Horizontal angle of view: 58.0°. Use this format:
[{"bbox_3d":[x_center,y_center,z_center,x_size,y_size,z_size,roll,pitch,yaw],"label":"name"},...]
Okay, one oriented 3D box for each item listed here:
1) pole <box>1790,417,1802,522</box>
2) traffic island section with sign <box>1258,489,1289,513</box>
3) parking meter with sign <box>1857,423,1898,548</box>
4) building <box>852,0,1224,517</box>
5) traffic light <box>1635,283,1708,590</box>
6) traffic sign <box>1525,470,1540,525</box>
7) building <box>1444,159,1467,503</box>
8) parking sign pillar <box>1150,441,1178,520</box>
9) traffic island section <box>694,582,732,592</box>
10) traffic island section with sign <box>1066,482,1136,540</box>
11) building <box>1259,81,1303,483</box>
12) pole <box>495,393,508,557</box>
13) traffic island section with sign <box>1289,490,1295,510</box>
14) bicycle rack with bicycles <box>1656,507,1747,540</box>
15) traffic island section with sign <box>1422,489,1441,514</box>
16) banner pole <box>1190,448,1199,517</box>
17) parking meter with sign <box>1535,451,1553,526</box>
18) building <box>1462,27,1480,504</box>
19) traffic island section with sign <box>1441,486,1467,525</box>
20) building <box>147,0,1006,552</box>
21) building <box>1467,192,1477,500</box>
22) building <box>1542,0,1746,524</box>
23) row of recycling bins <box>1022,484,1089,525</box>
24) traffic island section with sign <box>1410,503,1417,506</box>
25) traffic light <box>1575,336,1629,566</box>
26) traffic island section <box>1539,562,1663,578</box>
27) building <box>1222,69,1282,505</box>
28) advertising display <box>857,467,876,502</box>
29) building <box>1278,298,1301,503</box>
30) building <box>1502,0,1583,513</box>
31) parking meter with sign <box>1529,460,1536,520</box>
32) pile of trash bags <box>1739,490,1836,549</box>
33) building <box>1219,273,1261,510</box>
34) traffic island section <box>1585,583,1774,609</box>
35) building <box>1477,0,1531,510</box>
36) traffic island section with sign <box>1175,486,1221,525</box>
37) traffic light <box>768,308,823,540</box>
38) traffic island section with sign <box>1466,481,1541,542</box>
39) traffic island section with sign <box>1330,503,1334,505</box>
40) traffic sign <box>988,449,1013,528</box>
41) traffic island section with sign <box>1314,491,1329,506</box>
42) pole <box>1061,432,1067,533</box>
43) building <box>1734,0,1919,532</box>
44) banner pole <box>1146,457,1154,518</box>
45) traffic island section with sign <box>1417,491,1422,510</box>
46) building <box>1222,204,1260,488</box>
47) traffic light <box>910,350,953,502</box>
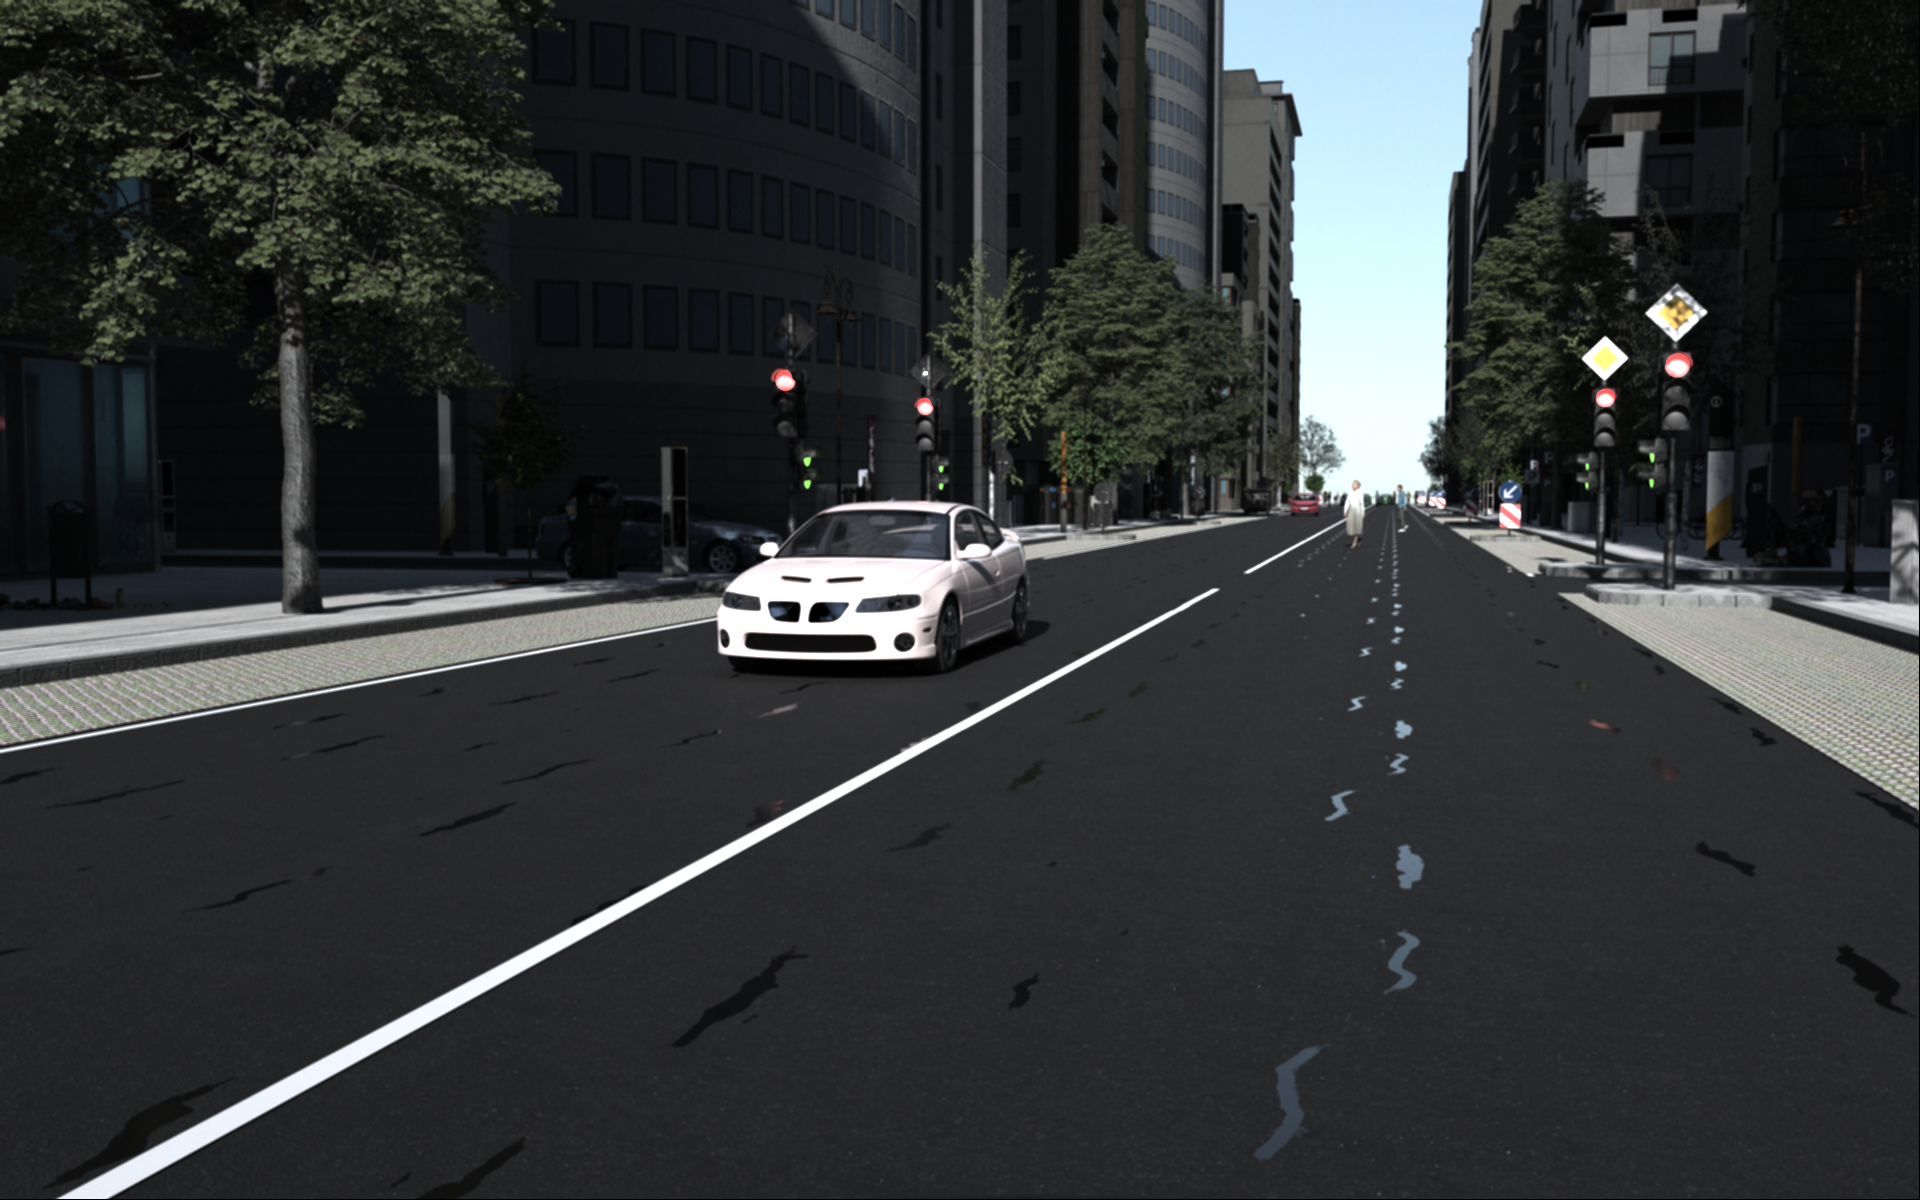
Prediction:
[{"bbox_3d":[22.083,-3.175,45.759,0.158,3.312,0.155,0,3,0],"label":"pole"},{"bbox_3d":[23.534,-7.467,130.714,1.989,1.847,2.006,1,4,14],"label":"traffic island section with sign"},{"bbox_3d":[22.143,-2.777,41.665,0.543,3.016,1.738,0,4,-4],"label":"parking meter with sign"},{"bbox_3d":[6.858,-35.568,123.533,21.231,58.520,28.212,1,4,14],"label":"building"},{"bbox_3d":[9.518,-2.096,23.184,0.839,4.253,0.868,1,4,14],"label":"traffic light"},{"bbox_3d":[23.672,-4.256,71.718,0.606,2.300,0.079,1,4,15],"label":"traffic sign"},{"bbox_3d":[79.915,-37.950,244.186,21.300,48.544,21.600,1,4,14],"label":"building"},{"bbox_3d":[10.343,-6.068,87.681,1.447,3.967,1.447,2,4,25],"label":"parking sign pillar"},{"bbox_3d":[-2.565,-0.246,26.310,2.009,0.180,2.903,1,4,14],"label":"traffic island section"},{"bbox_3d":[4.494,-2.808,54.537,1.989,1.847,2.006,1,4,14],"label":"traffic island section with sign"},{"bbox_3d":[29.683,-39.087,228.313,28.713,52.752,27.495,1,4,14],"label":"building"},{"bbox_3d":[-9.317,-2.528,35.183,0.158,3.312,0.155,0,3,0],"label":"pole"},{"bbox_3d":[30.135,-9.085,157.172,1.989,1.847,2.006,1,4,14],"label":"traffic island section with sign"},{"bbox_3d":[21.428,-2.179,49.012,2.925,0.926,2.852,2,4,30],"label":"bicycle rack with bicycles"},{"bbox_3d":[35.117,-7.235,126.925,1.989,1.847,2.006,1,4,14],"label":"traffic island section with sign"},{"bbox_3d":[12.923,-6.444,95.370,0.401,3.779,0.863,-2,4,-31],"label":"banner pole"},{"bbox_3d":[23.606,-4.486,69.612,0.543,3.016,1.738,2,4,23],"label":"parking meter with sign"},{"bbox_3d":[74.660,-41.382,218.586,21.231,58.520,28.212,1,4,14],"label":"building"},{"bbox_3d":[23.273,-4.334,79.488,1.989,1.847,2.006,1,4,14],"label":"traffic island section with sign"},{"bbox_3d":[-11.852,-31.151,51.319,21.231,58.520,28.212,1,4,14],"label":"building"},{"bbox_3d":[56.143,-24.110,165.895,14.160,30.474,14.107,1,4,14],"label":"building"},{"bbox_3d":[44.157,-30.342,85.334,28.713,52.752,27.495,1,4,14],"label":"building"},{"bbox_3d":[3.984,-4.017,72.784,3.534,1.692,1.069,-3,5,-42],"label":"row of recycling bins"},{"bbox_3d":[55.204,-12.150,207.271,1.989,1.847,2.006,1,4,14],"label":"traffic island section with sign"},{"bbox_3d":[11.454,-2.569,30.932,0.839,4.253,0.868,1,4,14],"label":"traffic light"},{"bbox_3d":[11.490,-0.536,31.037,2.009,0.180,2.903,1,4,14],"label":"traffic island section"},{"bbox_3d":[26.199,-35.473,203.687,21.300,48.544,21.600,1,4,14],"label":"building"},{"bbox_3d":[-2.267,-2.246,41.937,0.123,1.923,0.974,-1,4,-23],"label":"advertising display"},{"bbox_3d":[41.102,-29.104,247.549,14.160,30.474,14.107,1,4,14],"label":"building"},{"bbox_3d":[50.623,-28.603,122.276,22.147,44.769,28.867,1,4,14],"label":"building"},{"bbox_3d":[28.904,-5.575,87.412,0.543,3.016,1.738,2,4,23],"label":"parking meter with sign"},{"bbox_3d":[20.186,-1.963,41.850,1.912,1.369,3.447,3,5,39],"label":"pile of trash bags"},{"bbox_3d":[11.411,-18.830,152.904,27.650,21.520,28.899,1,4,14],"label":"building"},{"bbox_3d":[9.554,-0.062,23.289,2.009,0.180,2.903,1,4,14],"label":"traffic island section"},{"bbox_3d":[55.441,-32.015,147.152,21.300,48.544,21.600,1,4,14],"label":"building"},{"bbox_3d":[11.260,-4.466,81.640,1.989,1.847,2.006,1,4,14],"label":"traffic island section with sign"},{"bbox_3d":[-2.528,-2.278,26.166,0.839,4.253,0.868,1,4,14],"label":"traffic light"},{"bbox_3d":[16.609,-2.702,52.812,1.989,1.847,2.006,1,4,14],"label":"traffic island section with sign"},{"bbox_3d":[50.182,-13.992,237.392,1.989,1.847,2.006,1,4,14],"label":"traffic island section with sign"},{"bbox_3d":[1.120,-2.970,48.668,0.768,2.556,0.104,1,4,23],"label":"traffic sign"},{"bbox_3d":[43.561,-12.373,210.923,1.989,1.847,2.006,1,4,14],"label":"traffic island section with sign"},{"bbox_3d":[3.408,-3.854,56.852,0.158,3.312,0.155,0,3,0],"label":"pole"},{"bbox_3d":[33.657,-17.504,57.886,14.160,30.474,14.107,1,4,14],"label":"building"},{"bbox_3d":[10.272,-6.335,93.586,0.863,3.779,0.401,-3,4,-36],"label":"banner pole"},{"bbox_3d":[41.842,-8.881,153.834,1.989,1.847,2.006,1,4,14],"label":"traffic island section with sign"},{"bbox_3d":[22.149,-24.515,172.528,14.160,30.474,14.107,1,4,14],"label":"building"},{"bbox_3d":[-0.593,-2.752,33.914,0.839,4.253,0.868,1,4,14],"label":"traffic light"}]
